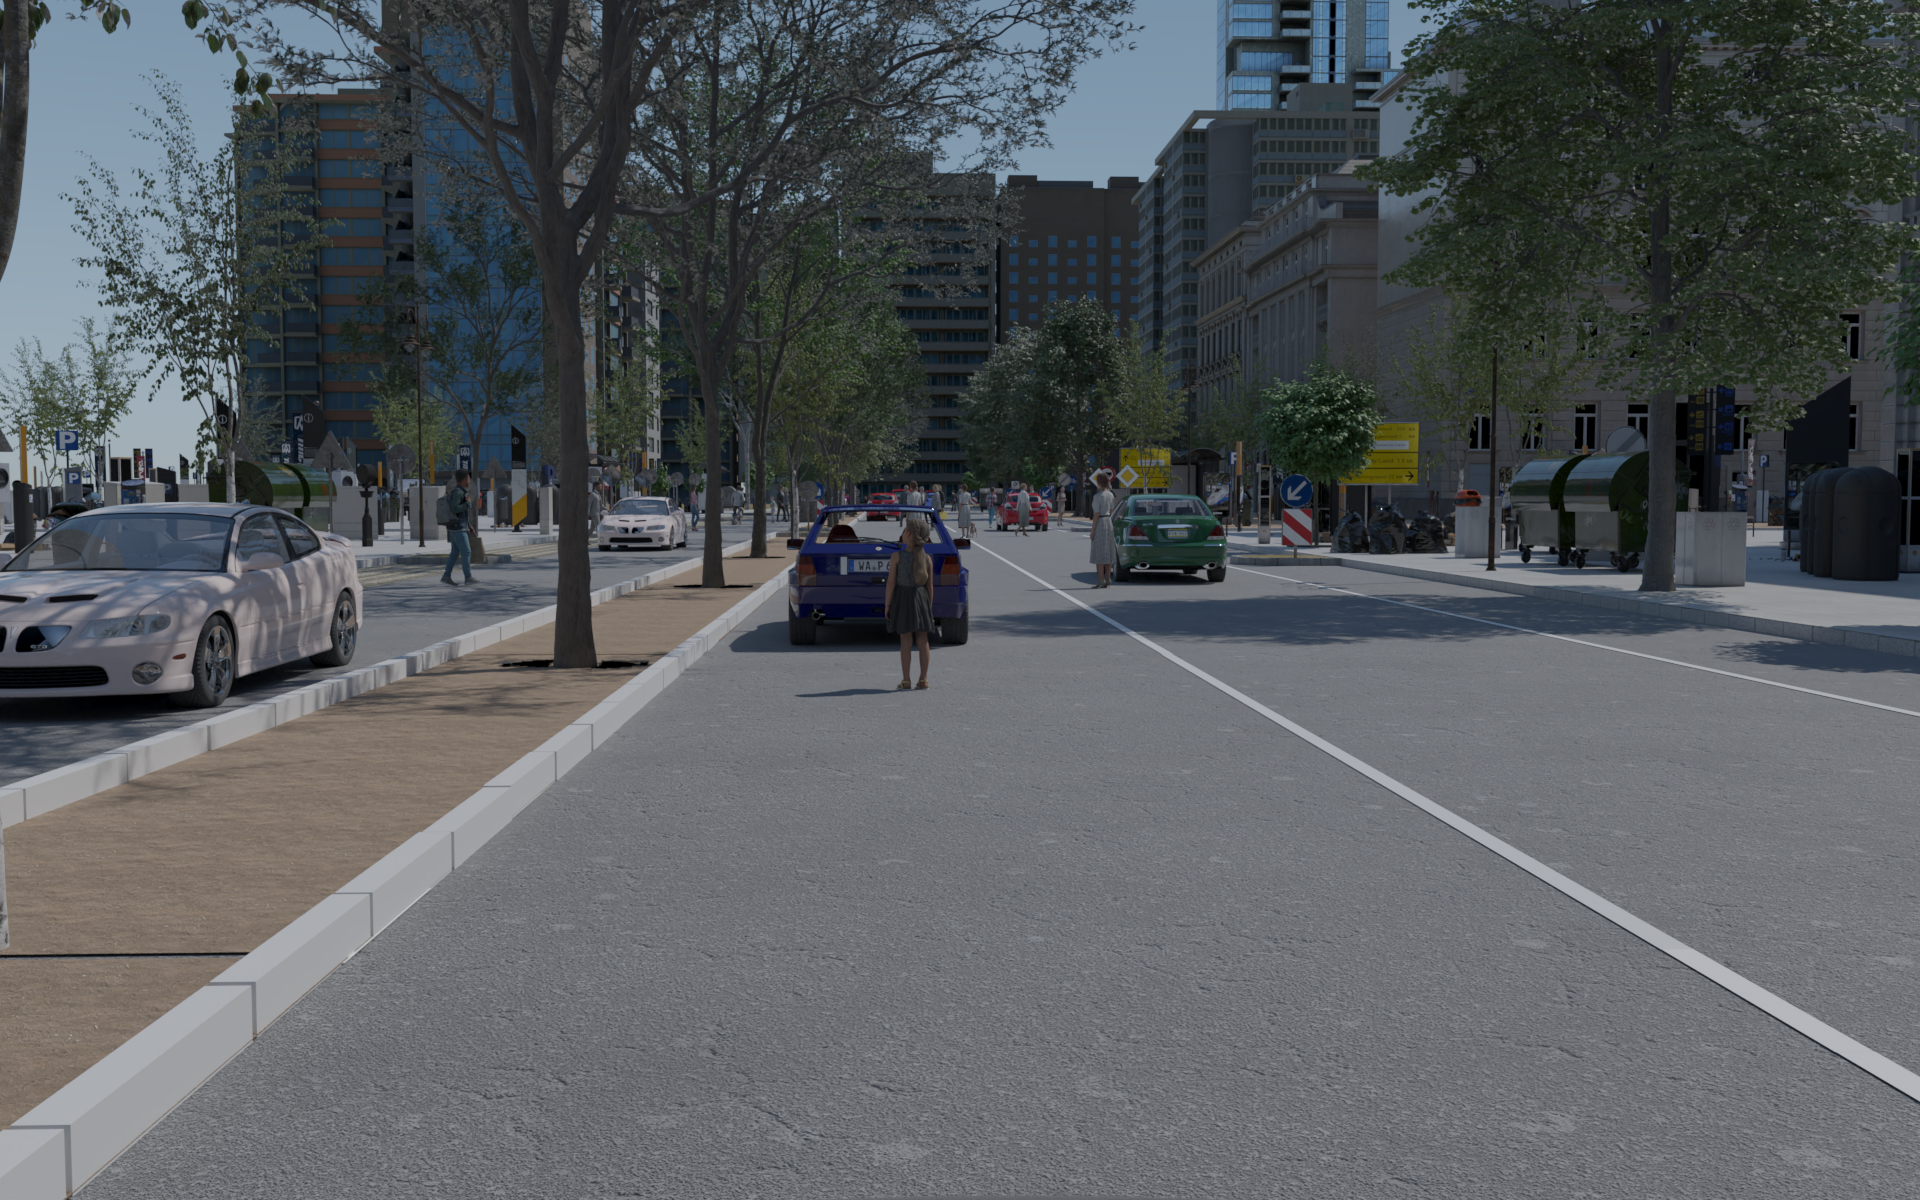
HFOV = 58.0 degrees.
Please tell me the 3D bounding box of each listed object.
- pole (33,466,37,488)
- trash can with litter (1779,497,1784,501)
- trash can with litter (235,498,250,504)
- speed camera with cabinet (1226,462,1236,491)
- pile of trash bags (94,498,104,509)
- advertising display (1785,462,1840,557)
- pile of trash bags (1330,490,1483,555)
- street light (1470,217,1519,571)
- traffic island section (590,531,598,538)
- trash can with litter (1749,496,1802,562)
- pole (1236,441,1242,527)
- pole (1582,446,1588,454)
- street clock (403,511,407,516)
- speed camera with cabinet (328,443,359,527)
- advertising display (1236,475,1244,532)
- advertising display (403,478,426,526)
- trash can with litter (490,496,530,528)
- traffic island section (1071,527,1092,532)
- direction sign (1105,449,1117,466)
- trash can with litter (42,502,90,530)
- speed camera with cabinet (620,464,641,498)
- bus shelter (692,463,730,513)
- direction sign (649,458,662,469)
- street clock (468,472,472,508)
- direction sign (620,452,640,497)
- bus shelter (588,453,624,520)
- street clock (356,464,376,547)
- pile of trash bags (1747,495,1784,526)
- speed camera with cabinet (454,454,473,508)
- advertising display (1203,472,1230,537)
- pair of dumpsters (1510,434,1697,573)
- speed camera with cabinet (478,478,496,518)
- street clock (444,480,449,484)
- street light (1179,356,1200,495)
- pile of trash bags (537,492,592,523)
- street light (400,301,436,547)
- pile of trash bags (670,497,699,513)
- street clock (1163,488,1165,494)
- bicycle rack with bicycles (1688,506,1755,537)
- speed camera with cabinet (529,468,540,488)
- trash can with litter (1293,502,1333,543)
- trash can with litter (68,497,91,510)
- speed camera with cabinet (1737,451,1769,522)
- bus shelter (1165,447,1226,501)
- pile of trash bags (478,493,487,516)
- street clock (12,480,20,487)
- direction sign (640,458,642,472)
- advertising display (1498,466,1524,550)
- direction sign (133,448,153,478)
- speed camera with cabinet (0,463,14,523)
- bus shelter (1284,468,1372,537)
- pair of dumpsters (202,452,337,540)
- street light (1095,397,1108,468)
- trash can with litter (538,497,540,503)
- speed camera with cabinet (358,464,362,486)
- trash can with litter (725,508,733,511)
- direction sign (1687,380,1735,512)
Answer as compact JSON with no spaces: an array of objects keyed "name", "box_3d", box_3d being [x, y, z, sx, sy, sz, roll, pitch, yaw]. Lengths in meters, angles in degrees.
[{"name":"pole","box_3d":[-67.295,-8.088,126.075,0.158,3.312,0.155,0,3,0]},{"name":"trash can with litter","box_3d":[64.828,-7.602,135.676,1.055,1.170,0.624,2,4,23]},{"name":"trash can with litter","box_3d":[-13.580,-1.374,33.518,1.678,1.210,2.233,1,4,18]},{"name":"speed camera with cabinet","box_3d":[17.339,-7.249,112.850,0.660,3.252,2.038,1,4,19]},{"name":"pile of trash bags","box_3d":[-26.922,-2.803,55.581,1.912,1.369,3.447,3,5,40]},{"name":"advertising display","box_3d":[17.065,-1.803,34.694,0.123,1.923,0.974,-3,5,-42]},{"name":"pile of trash bags","box_3d":[9.948,-1.722,37.914,3.447,1.369,1.912,-1,4,-23]},{"name":"street light","box_3d":[8.882,-3.425,28.786,0.468,5.910,1.993,0,4,-2]},{"name":"traffic island section","box_3d":[-11.619,-2.169,57.747,2.009,0.180,2.903,0,4,-2]},{"name":"trash can with litter","box_3d":[16.058,-1.338,32.927,1.678,1.210,2.233,1,4,16]},{"name":"pole","box_3d":[10.814,-4.484,67.160,0.158,3.312,0.155,0,3,0]},{"name":"pole","box_3d":[26.373,-4.852,73.179,0.158,3.312,0.155,0,3,0]},{"name":"street clock","box_3d":[-32.475,-5.911,101.209,0.358,2.002,0.471,-3,5,-41]},{"name":"speed camera with cabinet","box_3d":[-24.406,-4.445,67.015,0.660,3.252,2.038,2,4,25]},{"name":"advertising display","box_3d":[9.511,-3.278,58.813,0.123,1.923,0.974,1,4,17]},{"name":"advertising display","box_3d":[-22.222,-3.989,70.435,0.974,1.923,0.123,-1,4,-16]},{"name":"trash can with litter","box_3d":[-17.175,-3.383,66.367,1.678,1.210,2.233,2,4,26]},{"name":"traffic island section","box_3d":[5.335,-2.700,66.419,2.009,0.180,2.903,0,4,-2]},{"name":"direction sign","box_3d":[7.591,-5.799,86.803,0.876,3.537,0.379,-2,4,-34]},{"name":"trash can with litter","box_3d":[-12.721,-0.814,24.701,0.624,1.170,1.055,-2,4,-26]},{"name":"speed camera with cabinet","box_3d":[-21.578,-7.289,113.511,0.660,3.252,2.038,1,4,16]},{"name":"bus shelter","box_3d":[-16.573,-7.433,115.453,2.014,3.302,5.546,0,4,-2]},{"name":"direction sign","box_3d":[-19.251,-7.192,109.588,0.876,3.537,0.379,1,4,11]},{"name":"street clock","box_3d":[-16.015,-3.171,56.414,0.358,2.002,0.471,2,4,35]},{"name":"direction sign","box_3d":[-17.927,-6.208,93.490,0.876,3.537,0.379,-3,4,-38]},{"name":"bus shelter","box_3d":[-18.437,-5.737,87.731,2.014,3.302,5.546,0,4,-2]},{"name":"street clock","box_3d":[-14.414,-2.294,42.081,0.471,2.002,0.358,2,4,34]},{"name":"pile of trash bags","box_3d":[33.022,-3.686,70.025,3.447,1.369,1.912,3,5,44]},{"name":"speed camera with cabinet","box_3d":[-25.057,-5.572,85.441,0.660,3.252,2.038,2,4,25]},{"name":"advertising display","box_3d":[7.658,-2.844,51.709,0.974,1.923,0.123,-2,4,-34]},{"name":"pair of dumpsters","box_3d":[11.143,-1.693,30.174,1.574,2.255,4.437,0,4,-2]},{"name":"speed camera with cabinet","box_3d":[-25.904,-6.139,94.716,2.038,3.252,0.660,-1,4,-16]},{"name":"street clock","box_3d":[-26.859,-5.264,90.644,0.358,2.002,0.471,-1,4,-19]},{"name":"street light","box_3d":[7.683,-5.214,58.044,0.468,5.910,1.993,0,4,-2]},{"name":"pile of trash bags","box_3d":[-17.884,-4.154,77.672,3.447,1.369,1.912,0,4,4]},{"name":"street light","box_3d":[-13.014,-4.216,41.721,0.468,5.910,1.993,0,4,-2]},{"name":"pile of trash bags","box_3d":[-18.445,-6.714,119.525,3.447,1.369,1.912,0,4,-7]},{"name":"street clock","box_3d":[10.296,-5.024,86.719,0.358,2.002,0.471,1,4,16]},{"name":"bicycle rack with bicycles","box_3d":[22.217,-2.322,51.352,2.852,0.926,2.925,3,4,37]},{"name":"speed camera with cabinet","box_3d":[-32.786,-8.412,131.874,0.660,3.252,2.038,1,4,20]},{"name":"trash can with litter","box_3d":[9.306,-2.090,45.566,1.055,1.170,0.624,-1,4,-21]},{"name":"trash can with litter","box_3d":[-22.059,-2.024,44.144,2.233,1.210,1.678,0,4,-7]},{"name":"speed camera with cabinet","box_3d":[36.325,-5.201,79.366,0.660,3.252,2.038,0,4,-1]},{"name":"bus shelter","box_3d":[10.419,-5.133,77.852,2.014,3.302,5.546,0,4,-2]},{"name":"pile of trash bags","box_3d":[-28.670,-5.640,101.971,1.912,1.369,3.447,-2,4,-28]},{"name":"street clock","box_3d":[-48.386,-5.161,88.949,0.471,2.002,0.358,-3,5,-40]},{"name":"direction sign","box_3d":[-20.447,-7.221,110.063,0.876,3.537,0.379,1,4,12]},{"name":"advertising display","box_3d":[12.748,-2.127,39.991,0.123,1.923,0.974,-1,4,-15]},{"name":"direction sign","box_3d":[-40.407,-5.734,85.744,0.876,3.537,0.379,-2,4,-27]},{"name":"speed camera with cabinet","box_3d":[-41.978,-5.004,76.158,0.660,3.252,2.038,0,4,7]},{"name":"bus shelter","box_3d":[11.572,-3.921,55.396,1.731,3.624,6.357,0,4,-2]},{"name":"pair of dumpsters","box_3d":[-15.213,-2.189,38.290,1.574,2.255,4.437,0,4,-2]},{"name":"street light","box_3d":[6.672,-6.654,81.587,0.468,5.910,1.993,0,4,-2]},{"name":"trash can with litter","box_3d":[-32.048,-7.231,129.620,0.624,1.170,1.055,3,5,40]},{"name":"speed camera with cabinet","box_3d":[-39.992,-7.267,113.146,2.038,3.252,0.660,-1,4,-16]},{"name":"trash can with litter","box_3d":[-18.487,-7.530,134.180,2.233,1.210,1.678,0,4,-3]},{"name":"direction sign","box_3d":[15.040,-2.615,34.751,0.876,3.537,0.379,2,4,34]}]
